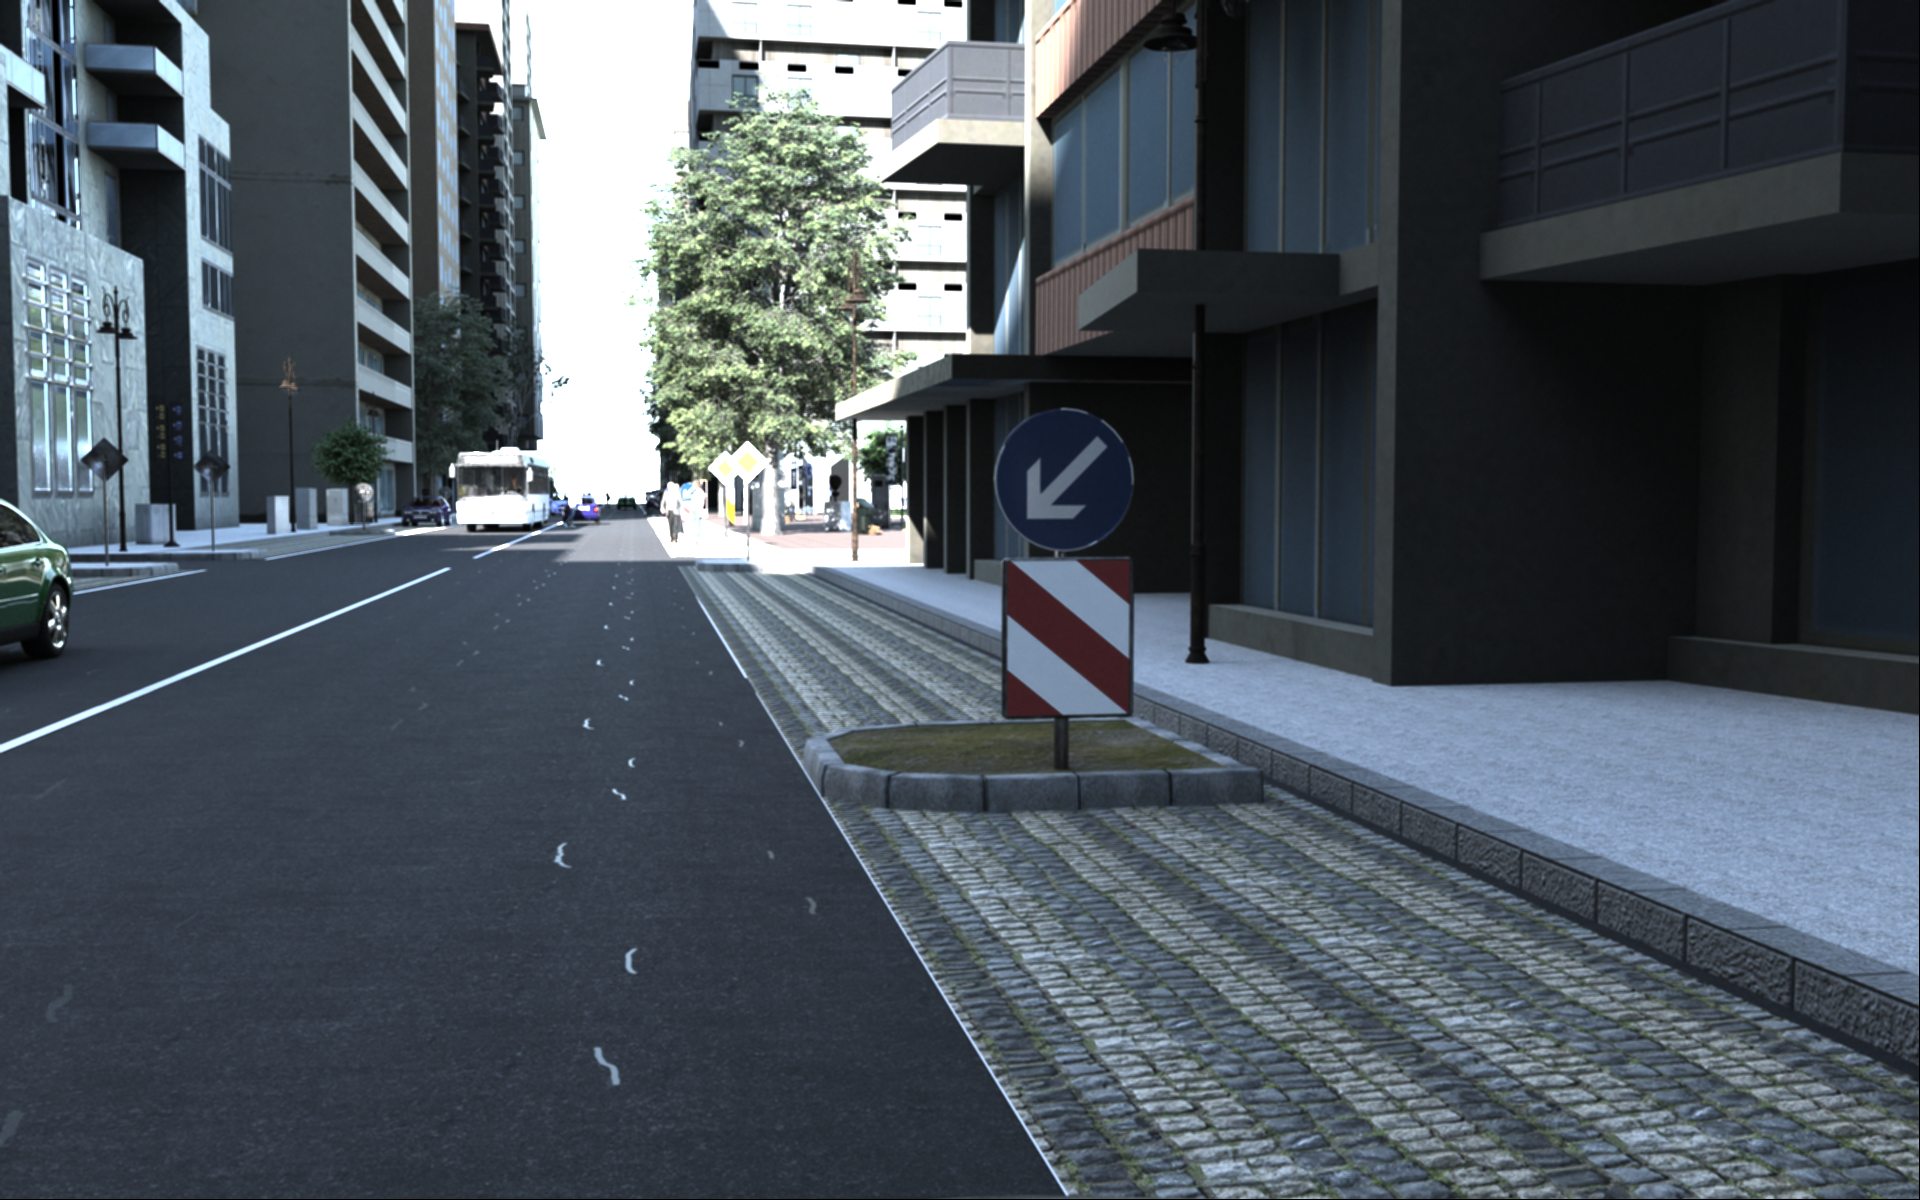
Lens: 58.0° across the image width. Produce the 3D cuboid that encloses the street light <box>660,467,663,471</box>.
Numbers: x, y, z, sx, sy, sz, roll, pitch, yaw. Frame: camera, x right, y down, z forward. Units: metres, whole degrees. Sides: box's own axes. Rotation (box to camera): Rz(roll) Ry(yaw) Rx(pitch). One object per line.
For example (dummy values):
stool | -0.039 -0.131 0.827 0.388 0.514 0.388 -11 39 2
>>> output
street light | -39.542 -15.824 231.511 0.468 5.910 1.993 -1 4 -11

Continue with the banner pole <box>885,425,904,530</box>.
banner pole | -2.316 -4.437 62.568 0.863 3.779 0.401 -1 4 -22

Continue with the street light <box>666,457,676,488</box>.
street light | -31.621 -13.279 189.901 0.468 5.910 1.993 -1 4 -11

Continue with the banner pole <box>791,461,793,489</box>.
banner pole | -10.944 -7.683 115.638 0.863 3.779 0.401 -2 4 -31

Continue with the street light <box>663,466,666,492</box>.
street light | -35.672 -14.587 211.287 0.468 5.910 1.993 -1 4 -11

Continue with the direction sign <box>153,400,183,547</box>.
direction sign | -19.218 -3.066 42.119 0.379 3.537 0.876 1 4 19

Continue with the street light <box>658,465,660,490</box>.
street light | -43.264 -17.040 251.393 0.468 5.910 1.993 -1 4 -11

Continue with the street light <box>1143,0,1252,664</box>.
street light | 1.806 -2.460 13.006 0.468 5.910 1.993 -1 4 -11

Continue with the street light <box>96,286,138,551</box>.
street light | -18.749 -4.027 38.634 0.468 5.910 1.993 -1 4 -11

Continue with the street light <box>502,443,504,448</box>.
street light | -40.582 -11.085 154.028 0.468 5.910 1.993 -1 4 -11

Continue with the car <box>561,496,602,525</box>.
car | -17.923 -4.246 82.003 1.945 1.354 3.894 -1 4 -12

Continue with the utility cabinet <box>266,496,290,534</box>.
utility cabinet | -21.969 -2.729 55.777 0.306 1.237 1.020 0 4 4

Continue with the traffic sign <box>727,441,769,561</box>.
traffic sign | -4.040 -1.794 32.982 0.795 2.450 0.064 -1 4 -11

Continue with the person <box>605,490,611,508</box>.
person | -35.381 -10.149 174.306 0.599 1.838 0.709 2 4 34

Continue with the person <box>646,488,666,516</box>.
person | -19.366 -6.249 110.885 1.509 1.804 0.699 3 5 39

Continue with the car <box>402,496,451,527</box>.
car | -23.755 -3.949 77.148 1.945 1.354 3.894 -1 4 -9

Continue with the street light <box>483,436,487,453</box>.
street light | -36.878 -9.884 134.383 0.468 5.910 1.993 -1 4 -11

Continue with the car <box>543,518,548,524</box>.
car | -21.161 -4.424 84.699 2.083 1.381 4.827 -1 4 -12

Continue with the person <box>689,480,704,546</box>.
person | -7.267 -2.397 47.696 0.555 1.821 0.388 3 5 39

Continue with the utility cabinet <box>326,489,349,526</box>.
utility cabinet | -24.985 -3.718 69.473 1.173 1.500 0.318 3 5 41

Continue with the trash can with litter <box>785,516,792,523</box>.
trash can with litter | -8.109 -4.068 77.893 1.055 1.170 0.624 -3 5 -41

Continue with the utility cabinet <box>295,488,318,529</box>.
utility cabinet | -23.638 -3.302 62.660 0.318 1.500 1.173 -3 5 -44

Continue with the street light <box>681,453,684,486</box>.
street light | -24.174 -10.866 150.443 0.468 5.910 1.993 -1 4 -11

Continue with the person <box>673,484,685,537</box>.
person | -9.375 -2.961 57.330 0.576 1.772 0.534 1 4 10

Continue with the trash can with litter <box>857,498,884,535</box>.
trash can with litter | -2.842 -2.658 54.845 1.055 1.170 0.624 3 5 44

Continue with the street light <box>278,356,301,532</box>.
street light | -22.499 -5.228 58.270 0.468 5.910 1.993 -1 4 -11

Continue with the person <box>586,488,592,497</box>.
person | -24.312 -6.432 113.694 0.654 1.822 0.581 3 4 37

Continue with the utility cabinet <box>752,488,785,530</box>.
utility cabinet | -6.833 -3.246 61.759 1.173 1.500 0.318 -2 4 -34

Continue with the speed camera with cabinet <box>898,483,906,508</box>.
speed camera with cabinet | -3.477 -6.844 106.236 0.660 3.252 2.038 0 4 -1

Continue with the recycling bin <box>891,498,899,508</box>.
recycling bin | -4.352 -6.024 111.048 0.722 1.027 0.722 2 4 24

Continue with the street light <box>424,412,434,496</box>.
street light | -29.989 -7.655 97.953 0.468 5.910 1.993 -1 4 -11

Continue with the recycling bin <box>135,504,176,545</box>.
recycling bin | -20.647 -1.951 44.456 0.722 1.027 0.722 2 4 34

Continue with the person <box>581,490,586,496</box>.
person | -28.216 -7.364 129.582 0.721 1.739 1.217 2 4 31

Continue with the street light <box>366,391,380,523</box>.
street light | -26.329 -6.428 77.891 0.468 5.910 1.993 -1 4 -11

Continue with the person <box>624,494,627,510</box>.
person | -29.865 -8.725 154.419 0.557 1.426 1.065 -1 4 -16

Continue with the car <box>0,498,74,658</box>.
car | -8.537 -0.300 13.698 1.959 1.807 4.718 -1 4 -11

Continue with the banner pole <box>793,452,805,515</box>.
banner pole | -9.489 -6.970 103.975 0.401 3.779 0.863 -3 4 -38

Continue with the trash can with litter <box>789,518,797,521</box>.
trash can with litter | -8.735 -4.481 84.318 1.678 1.210 2.233 -2 4 -35

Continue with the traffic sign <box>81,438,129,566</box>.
traffic sign | -15.241 -1.667 30.895 0.795 2.450 0.064 -1 4 -11

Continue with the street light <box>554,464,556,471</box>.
street light | -59.784 -17.301 255.651 0.468 5.910 1.993 -1 4 -11

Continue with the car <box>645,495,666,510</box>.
car | -26.926 -8.614 153.413 1.945 1.354 3.894 -1 4 -10

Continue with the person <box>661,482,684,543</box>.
person | -8.336 -2.525 50.183 0.661 1.777 0.834 -1 4 -9

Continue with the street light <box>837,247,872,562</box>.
street light | -1.986 -3.660 32.634 0.468 5.910 1.993 -1 4 -11

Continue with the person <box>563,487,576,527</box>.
person | -16.782 -3.995 74.482 0.598 1.740 0.731 -2 4 -27

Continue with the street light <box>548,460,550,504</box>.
street light | -55.823 -16.048 235.169 0.468 5.910 1.993 -1 4 -11

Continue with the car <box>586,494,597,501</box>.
car | -52.911 -14.505 247.381 2.015 1.641 3.980 -1 4 -12

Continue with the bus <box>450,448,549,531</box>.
bus | -18.250 -4.569 69.562 2.948 3.499 13.247 -1 4 -10

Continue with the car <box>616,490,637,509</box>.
car | -31.530 -9.486 163.887 1.959 1.807 4.718 -1 4 -10

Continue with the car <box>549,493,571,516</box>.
car | -26.754 -6.568 116.984 1.945 1.707 3.694 -1 4 -12

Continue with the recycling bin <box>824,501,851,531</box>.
recycling bin | -4.242 -2.903 60.020 0.722 1.027 0.722 2 4 27
